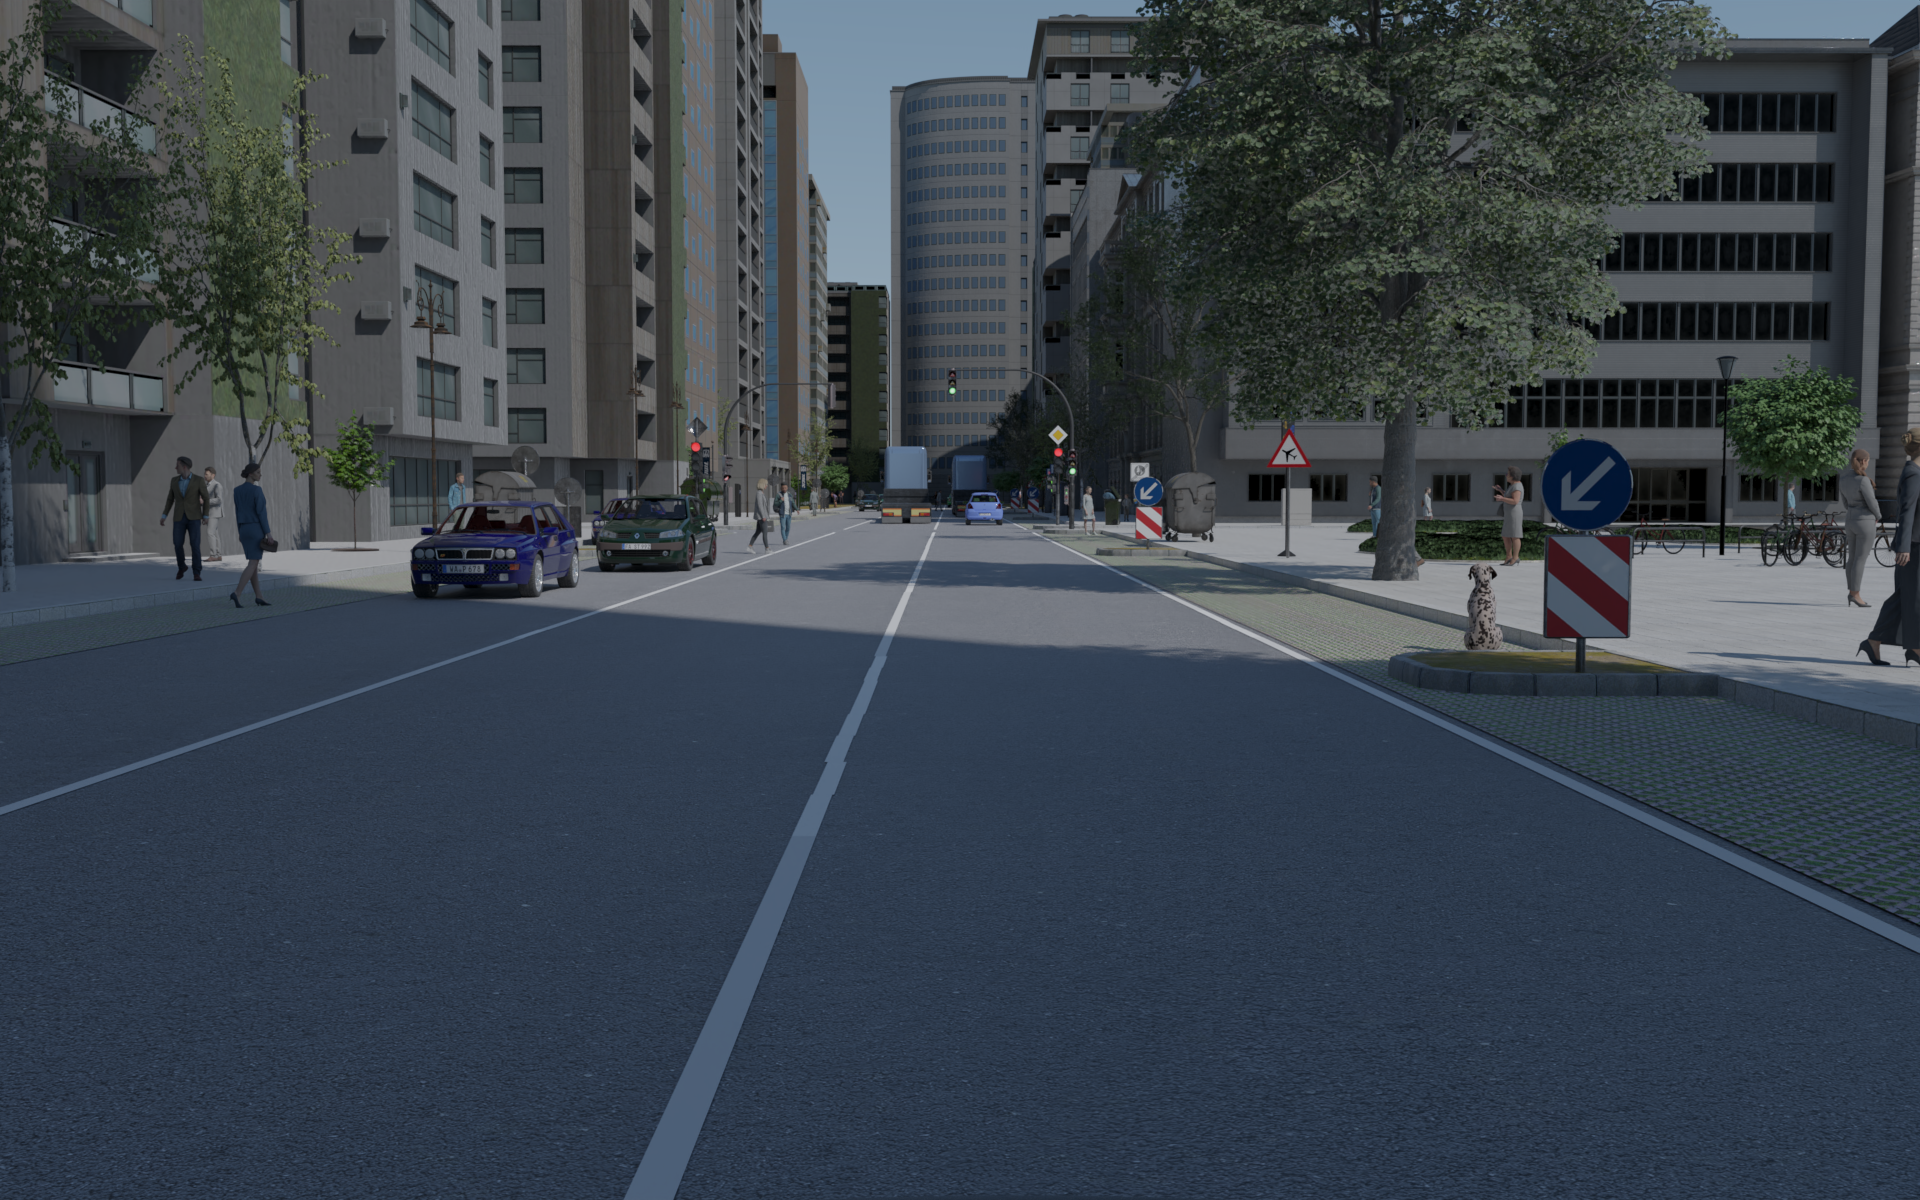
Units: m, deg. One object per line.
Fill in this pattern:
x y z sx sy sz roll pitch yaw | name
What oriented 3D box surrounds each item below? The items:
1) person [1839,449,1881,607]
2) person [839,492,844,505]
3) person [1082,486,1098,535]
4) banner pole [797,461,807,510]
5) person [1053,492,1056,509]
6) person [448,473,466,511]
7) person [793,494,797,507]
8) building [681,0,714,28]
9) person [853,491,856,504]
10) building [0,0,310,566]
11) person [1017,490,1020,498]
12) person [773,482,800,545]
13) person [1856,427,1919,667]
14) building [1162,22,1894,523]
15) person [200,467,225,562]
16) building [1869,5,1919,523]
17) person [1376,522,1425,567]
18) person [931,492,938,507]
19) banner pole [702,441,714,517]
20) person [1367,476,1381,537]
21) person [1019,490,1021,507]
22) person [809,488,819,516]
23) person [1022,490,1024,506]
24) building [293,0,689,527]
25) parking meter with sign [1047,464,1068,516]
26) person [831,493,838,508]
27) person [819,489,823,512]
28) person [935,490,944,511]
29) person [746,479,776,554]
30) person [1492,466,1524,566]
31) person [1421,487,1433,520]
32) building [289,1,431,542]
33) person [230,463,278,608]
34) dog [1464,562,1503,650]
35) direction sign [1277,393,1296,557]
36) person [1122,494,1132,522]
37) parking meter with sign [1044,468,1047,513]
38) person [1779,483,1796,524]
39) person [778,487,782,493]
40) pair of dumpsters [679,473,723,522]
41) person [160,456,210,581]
10.283 -0.817 19.680 0.573 1.790 0.520 -1 4 -23 | person
-13.403 -11.497 195.481 0.415 1.643 0.593 3 5 40 | person
4.452 -3.097 60.137 0.512 1.701 0.522 -3 5 -44 | person
-11.937 -8.586 130.398 0.863 3.779 0.401 -1 4 -18 | banner pole
8.389 -8.853 150.750 0.705 1.831 1.348 -3 4 -37 | person
-11.962 -2.131 41.229 0.444 1.785 0.601 2 4 35 | person
-15.442 -9.622 163.228 0.709 1.838 0.599 1 4 18 | person
-22.379 -27.685 102.765 14.600 45.320 14.200 0 4 0 | building
-13.758 -13.327 226.422 0.705 1.821 1.348 -1 4 -21 | person
-22.185 -21.333 32.387 14.154 41.232 14.086 0 4 0 | building
6.131 -10.829 183.813 0.721 1.743 1.217 1 4 16 | person
-4.917 -2.433 48.625 0.721 1.781 0.623 3 5 42 | person
7.017 -0.389 12.827 0.534 1.772 0.576 0 4 5 | person
25.268 -16.014 80.893 30.058 24.678 14.314 0 4 0 | building
-14.310 -1.633 32.941 0.606 1.804 0.583 3 4 39 | person
50.276 -15.325 79.449 19.941 23.489 11.050 0 4 0 | building
7.559 -1.445 29.789 0.853 1.813 0.709 0 4 4 | person
-2.668 -10.926 187.967 0.721 1.723 1.217 -3 5 -41 | person
-11.764 -5.577 81.200 0.863 3.779 0.401 2 4 30 | banner pole
11.585 -2.558 48.213 0.721 1.781 0.623 -1 4 -12 | person
5.836 -9.715 165.816 0.436 1.711 0.756 0 4 4 | person
-9.329 -6.234 110.530 0.391 1.810 0.635 2 4 35 | person
6.907 -11.455 193.855 0.721 1.766 1.217 1 4 20 | person
-20.663 -18.840 79.731 14.160 30.474 14.107 0 4 0 | building
5.992 -6.465 101.968 0.543 3.016 1.738 2 4 35 | parking meter with sign
-11.850 -9.428 163.424 0.697 1.427 0.421 -2 4 -32 | person
-10.478 -7.500 131.311 0.526 1.800 0.537 -1 4 -19 | person
-1.724 -8.316 144.735 0.850 1.792 0.678 1 4 12 | person
-4.766 -2.008 41.519 0.728 1.800 0.709 0 4 1 | person
9.767 -1.501 30.940 0.532 1.782 0.716 1 4 9 | person
18.433 -3.598 68.337 0.522 1.701 0.512 1 4 21 | person
-21.742 -17.152 52.138 14.107 30.474 14.160 0 4 0 | building
-8.969 -0.814 21.836 0.581 1.822 0.654 3 5 40 | person
4.533 0.092 15.331 0.800 0.831 0.513 -3 4 -36 | dog
6.723 -2.663 35.542 0.379 3.537 0.876 2 4 27 | direction sign
7.813 -4.324 81.010 0.475 1.303 0.640 1 4 10 | person
6.000 -7.385 117.005 0.543 3.016 1.738 1 4 9 | parking meter with sign
31.296 -3.490 65.424 0.638 1.841 0.748 -3 5 -44 | person
-8.647 -4.633 84.269 0.581 1.822 0.654 0 4 -3 | person
-11.721 -4.635 78.282 1.574 2.255 4.437 0 4 0 | pair of dumpsters
-11.524 -1.211 25.755 0.656 1.842 0.836 -2 4 -35 | person
